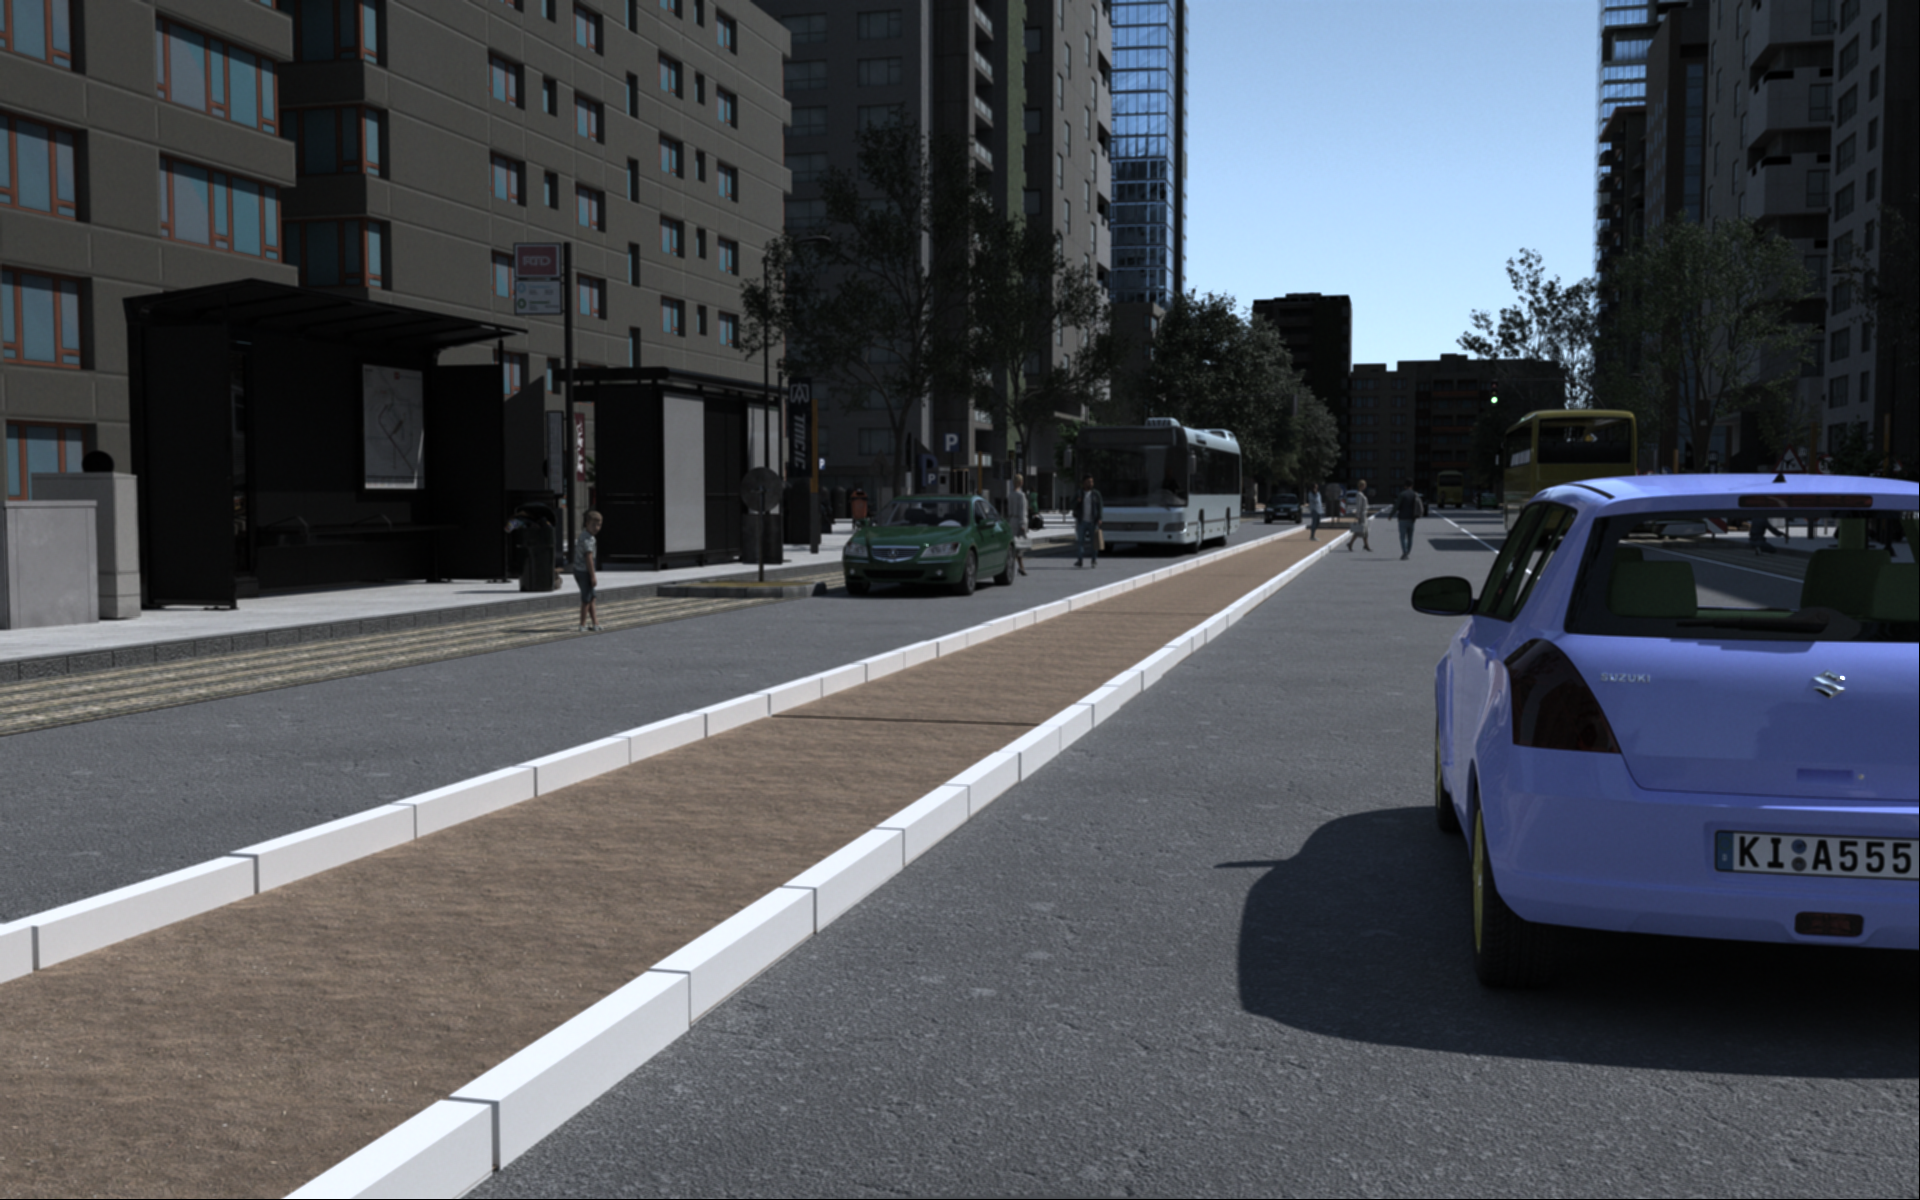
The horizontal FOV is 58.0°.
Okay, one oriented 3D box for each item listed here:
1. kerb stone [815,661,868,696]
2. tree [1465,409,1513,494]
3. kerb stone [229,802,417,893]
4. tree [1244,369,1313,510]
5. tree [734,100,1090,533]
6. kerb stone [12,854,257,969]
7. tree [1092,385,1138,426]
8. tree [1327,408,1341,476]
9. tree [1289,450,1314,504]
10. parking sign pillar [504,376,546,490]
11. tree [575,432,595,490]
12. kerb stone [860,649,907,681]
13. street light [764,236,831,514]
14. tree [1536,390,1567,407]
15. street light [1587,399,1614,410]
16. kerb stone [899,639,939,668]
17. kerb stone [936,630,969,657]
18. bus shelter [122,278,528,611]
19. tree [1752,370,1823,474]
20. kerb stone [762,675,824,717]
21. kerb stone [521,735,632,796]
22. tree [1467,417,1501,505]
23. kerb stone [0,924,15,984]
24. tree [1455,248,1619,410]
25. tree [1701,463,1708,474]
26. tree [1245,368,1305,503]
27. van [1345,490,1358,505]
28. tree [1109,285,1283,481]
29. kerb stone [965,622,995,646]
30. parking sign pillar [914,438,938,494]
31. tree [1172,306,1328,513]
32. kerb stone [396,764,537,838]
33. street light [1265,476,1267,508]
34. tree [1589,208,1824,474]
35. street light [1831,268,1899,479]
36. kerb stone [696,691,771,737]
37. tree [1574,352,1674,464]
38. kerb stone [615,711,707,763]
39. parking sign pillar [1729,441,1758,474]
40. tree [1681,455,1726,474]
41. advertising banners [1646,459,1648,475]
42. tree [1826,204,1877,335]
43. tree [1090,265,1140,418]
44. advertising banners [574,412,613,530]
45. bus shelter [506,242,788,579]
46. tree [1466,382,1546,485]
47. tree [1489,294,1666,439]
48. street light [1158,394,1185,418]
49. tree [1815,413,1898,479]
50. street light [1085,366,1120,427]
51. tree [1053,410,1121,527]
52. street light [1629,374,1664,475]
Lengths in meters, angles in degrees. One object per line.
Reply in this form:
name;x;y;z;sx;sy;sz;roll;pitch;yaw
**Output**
kerb stone;-0.897;0.589;12.627;0.120;0.150;1.000;1;4;14
tree;67.502;-18.292;217.206;7.486;12.596;7.792;0;3;0
kerb stone;-2.431;0.950;6.666;0.120;0.150;1.000;1;4;14
tree;23.743;-13.068;139.425;9.928;11.665;9.643;0;3;0
tree;-1.679;-6.586;42.087;8.767;10.594;7.601;1;4;10
kerb stone;-2.688;1.019;5.678;0.120;0.150;1.000;1;4;14
tree;9.727;-9.716;109.221;4.360;8.622;3.978;0;3;0
tree;39.014;-17.750;196.863;9.857;13.997;8.962;0;3;0
tree;43.990;-16.544;220.853;4.360;8.622;3.978;0;3;0
parking sign pillar;-10.082;-3.105;39.234;1.447;3.967;1.447;-3;4;-38
tree;-9.465;-3.165;46.346;1.663;3.219;1.824;0;3;0
kerb stone;-0.637;0.525;13.618;0.120;0.150;1.000;1;4;14
street light;-3.009;-3.604;31.468;1.470;5.913;1.316;1;4;14
tree;41.394;-10.424;120.791;4.737;8.622;4.395;0;3;0
street light;31.228;-6.844;84.441;1.470;5.913;1.316;1;4;14
kerb stone;-0.385;0.464;14.615;0.120;0.150;1.000;1;4;14
kerb stone;-0.119;0.410;15.606;0.120;0.150;1.000;1;4;14
bus shelter;-7.772;-1.885;22.108;1.731;3.624;6.357;1;4;14
tree;48.661;-9.280;102.086;4.737;8.622;4.395;0;3;0
kerb stone;-1.151;0.647;11.624;0.120;0.150;1.000;1;4;14
kerb stone;-1.923;0.829;8.646;0.120;0.150;1.000;1;4;14
tree;64.362;-16.639;206.455;8.767;10.594;7.601;2;4;30
kerb stone;-2.940;1.071;4.679;0.120;0.150;1.000;1;4;14
tree;44.422;-17.133;136.014;12.611;20.169;13.585;0;3;0
tree;38.907;-5.855;90.325;1.663;3.219;1.824;0;3;0
tree;26.591;-14.214;150.533;7.486;12.596;7.792;0;3;0
van;41.952;-10.900;185.218;2.013;2.044;4.112;1;4;14
tree;13.022;-10.903;95.265;9.611;12.733;9.660;0;3;0
kerb stone;0.135;0.350;16.597;0.120;0.150;1.000;1;4;14
parking sign pillar;-1.603;-5.838;83.929;1.447;3.967;1.447;3;5;44
tree;19.144;-13.015;119.442;9.857;13.997;8.962;0;3;0
kerb stone;-2.181;0.889;7.657;0.120;0.150;1.000;1;4;14
street light;26.083;-10.504;144.281;1.470;5.913;1.316;1;4;14
tree;26.618;-8.334;62.014;9.928;11.665;9.643;0;3;0
street light;18.533;-3.852;35.517;1.470;5.913;1.316;1;4;14
kerb stone;-1.413;0.708;10.636;0.120;0.150;1.000;1;4;14
tree;34.693;-8.531;89.841;4.737;8.622;4.395;0;3;0
kerb stone;-1.674;0.768;9.642;0.120;0.150;1.000;1;4;14
parking sign pillar;39.280;-6.018;86.861;1.447;3.967;1.447;2;4;25
tree;59.217;-9.425;137.806;4.285;4.588;4.351;0;3;0
advertising banners;34.311;-5.515;86.361;0.090;3.025;2.074;2;4;28
tree;17.953;-4.903;30.523;4.360;8.622;3.978;0;3;0
tree;2.383;-7.525;57.443;8.767;10.594;7.601;3;5;39
advertising banners;-8.024;-2.560;38.040;0.090;3.025;2.074;1;4;12
bus shelter;-5.407;-3.211;30.137;2.179;5.291;8.768;1;4;15
tree;60.406;-17.354;190.386;9.857;13.997;8.962;0;3;0
tree;38.056;-12.046;107.319;12.009;13.543;11.850;0;3;0
street light;9.782;-6.620;80.770;1.470;5.913;1.316;1;4;14
tree;21.445;-2.869;41.509;1.663;3.219;1.824;0;3;0
street light;5.132;-5.538;63.093;1.470;5.913;1.316;1;4;14
tree;5.019;-5.076;66.703;4.285;4.588;4.351;0;3;0
street light;26.616;-5.786;67.135;1.470;5.913;1.316;1;4;14
